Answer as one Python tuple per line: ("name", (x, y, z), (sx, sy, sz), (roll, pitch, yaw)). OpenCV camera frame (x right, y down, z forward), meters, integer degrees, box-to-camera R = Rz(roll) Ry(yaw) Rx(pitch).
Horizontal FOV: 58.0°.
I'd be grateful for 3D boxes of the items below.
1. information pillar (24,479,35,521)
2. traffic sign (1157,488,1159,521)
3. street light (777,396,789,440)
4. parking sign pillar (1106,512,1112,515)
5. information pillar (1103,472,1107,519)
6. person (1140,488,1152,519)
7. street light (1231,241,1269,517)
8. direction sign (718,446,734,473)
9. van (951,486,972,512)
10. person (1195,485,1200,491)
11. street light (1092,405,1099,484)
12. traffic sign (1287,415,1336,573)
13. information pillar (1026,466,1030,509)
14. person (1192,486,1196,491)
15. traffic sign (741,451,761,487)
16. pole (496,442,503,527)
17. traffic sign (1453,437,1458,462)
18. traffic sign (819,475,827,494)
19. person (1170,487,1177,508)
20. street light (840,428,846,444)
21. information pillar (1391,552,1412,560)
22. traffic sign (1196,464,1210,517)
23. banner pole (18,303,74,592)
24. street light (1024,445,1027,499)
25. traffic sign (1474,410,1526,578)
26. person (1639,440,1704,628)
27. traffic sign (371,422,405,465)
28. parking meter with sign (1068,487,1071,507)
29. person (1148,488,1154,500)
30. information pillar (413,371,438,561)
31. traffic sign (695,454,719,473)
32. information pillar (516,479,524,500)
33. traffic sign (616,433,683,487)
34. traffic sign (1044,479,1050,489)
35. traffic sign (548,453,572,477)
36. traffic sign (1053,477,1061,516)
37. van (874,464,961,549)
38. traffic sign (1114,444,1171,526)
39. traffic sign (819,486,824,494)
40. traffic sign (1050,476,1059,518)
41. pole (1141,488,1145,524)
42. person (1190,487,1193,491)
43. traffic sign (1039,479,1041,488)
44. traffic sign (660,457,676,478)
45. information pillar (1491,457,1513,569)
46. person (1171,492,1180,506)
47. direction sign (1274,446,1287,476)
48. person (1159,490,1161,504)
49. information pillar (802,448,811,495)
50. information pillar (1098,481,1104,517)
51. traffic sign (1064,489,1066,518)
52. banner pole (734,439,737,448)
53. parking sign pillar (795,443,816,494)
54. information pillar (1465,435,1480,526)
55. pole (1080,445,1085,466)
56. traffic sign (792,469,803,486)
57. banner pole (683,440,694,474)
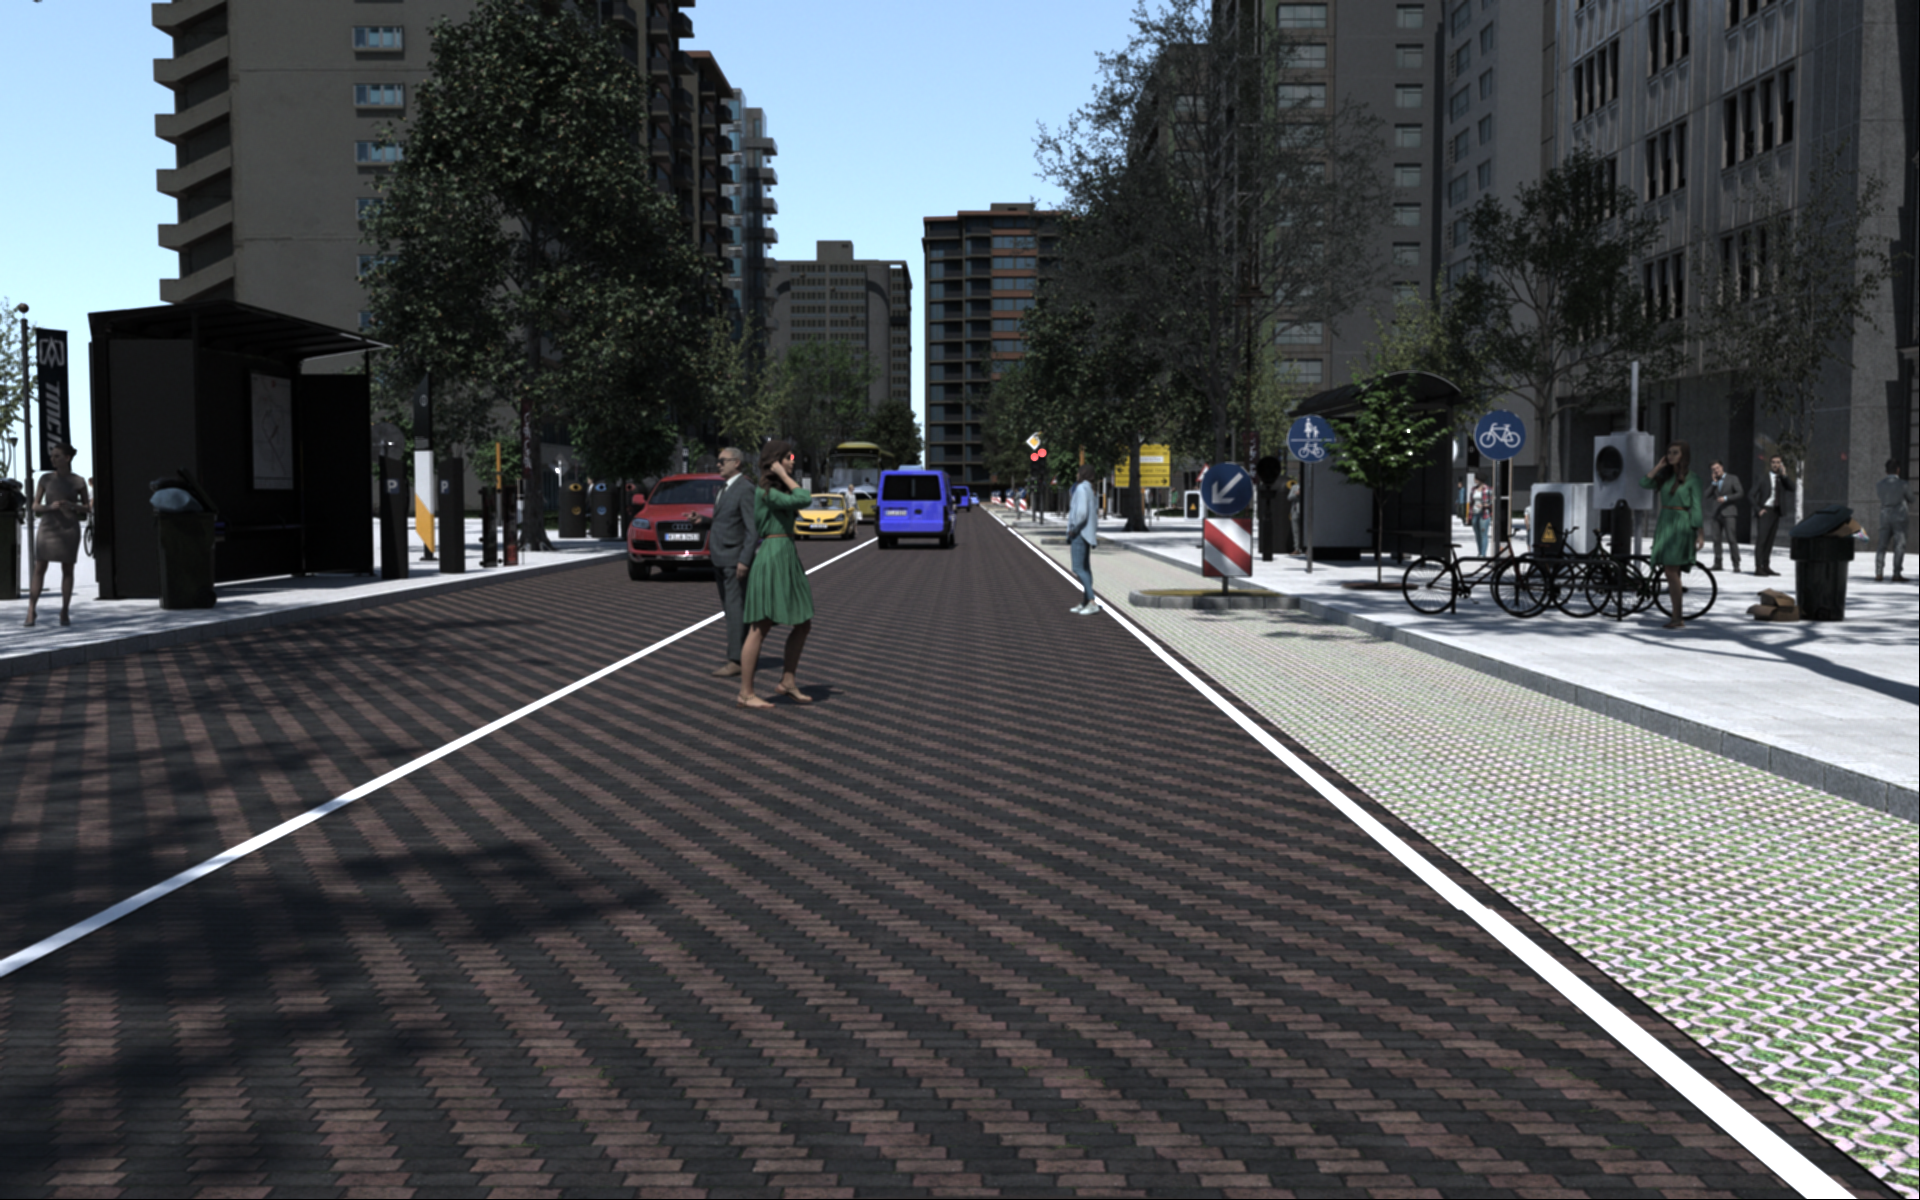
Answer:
("information pillar", (-44.199, -4.758, 82.293), (0.304, 2.012, 0.304), (2, 4, 32))
("traffic sign", (9.537, -5.091, 83.340), (0.768, 2.556, 0.104), (1, 4, 10))
("street light", (-8.148, -6.553, 79.928), (0.468, 5.910, 1.993), (0, 4, 0))
("parking sign pillar", (9.409, -7.126, 104.984), (1.447, 3.967, 1.447), (0, 4, 4))
("information pillar", (7.357, -5.902, 87.860), (0.183, 3.616, 0.504), (1, 4, 12))
("person", (9.591, -5.121, 89.619), (0.661, 1.843, 0.795), (0, 4, 5))
("street light", (5.311, -3.616, 31.914), (0.468, 5.910, 1.993), (0, 4, 0))
("direction sign", (-10.898, -5.453, 81.161), (0.876, 3.537, 0.379), (0, 4, 2))
("van", (-0.120, -8.353, 140.952), (2.240, 2.365, 5.245), (0, 4, 1))
("person", (14.588, -6.146, 106.440), (0.656, 1.842, 0.836), (0, 4, 4))
("street light", (5.406, -5.965, 70.316), (0.468, 5.910, 1.993), (0, 4, 0))
("traffic sign", (5.665, -1.706, 27.992), (0.768, 2.556, 0.104), (1, 4, 9))
("information pillar", (5.731, -9.443, 145.752), (0.183, 3.616, 0.504), (2, 4, 25))
("person", (15.497, -6.615, 114.293), (0.694, 1.812, 0.767), (-2, 4, -26))
("traffic sign", (-9.505, -5.426, 82.581), (2.265, 3.308, 0.079), (1, 4, 9))
("pole", (-18.083, -4.534, 67.967), (0.158, 3.312, 0.155), (0, 3, 0))
("traffic sign", (9.650, -2.133, 34.977), (0.768, 2.556, 0.104), (0, 4, 7))
("traffic sign", (-9.243, -7.049, 115.363), (0.768, 2.556, 0.104), (0, 4, 6))
("person", (15.396, -7.217, 124.286), (0.600, 1.795, 0.529), (3, 5, 41))
("street light", (-7.966, -8.902, 118.330), (0.468, 5.910, 1.993), (0, 4, 0))
("information pillar", (8.668, -1.804, 33.980), (0.304, 2.012, 0.304), (-3, 5, -44))
("traffic sign", (10.234, -4.408, 72.073), (0.884, 2.594, 0.081), (0, 4, 4))
("banner pole", (-12.184, -2.020, 23.040), (0.401, 3.779, 0.863), (2, 4, 26))
("street light", (5.765, -11.110, 154.441), (0.468, 5.910, 1.993), (0, 4, 0))
("traffic sign", (8.168, -1.601, 26.281), (0.768, 2.556, 0.104), (0, 4, 6))
("person", (6.828, -0.624, 16.485), (0.529, 1.795, 0.600), (-3, 5, -44))
("traffic sign", (-10.163, -1.862, 30.558), (0.768, 2.556, 0.104), (0, 4, 5))
("parking meter with sign", (8.425, -8.307, 132.084), (0.543, 3.016, 1.738), (2, 4, 25))
("person", (17.345, -9.418, 159.970), (1.348, 1.831, 0.705), (0, 4, 0))
("information pillar", (-10.276, -2.561, 33.232), (0.504, 3.616, 0.183), (3, 4, 36))
("traffic sign", (-8.051, -3.371, 55.222), (0.768, 2.556, 0.104), (0, 4, 1))
("information pillar", (-20.819, -4.744, 82.060), (0.304, 2.012, 0.304), (-2, 4, -34))
("traffic sign", (-10.399, -3.921, 57.981), (2.265, 3.308, 0.079), (0, 4, 3))
("traffic sign", (6.707, -7.977, 130.532), (0.768, 2.556, 0.104), (0, 4, 8))
("traffic sign", (-12.697, -3.379, 54.982), (0.795, 2.593, 0.064), (0, 4, 3))
("traffic sign", (5.751, -6.087, 99.623), (0.768, 2.556, 0.104), (0, 4, 4))
("van", (-1.147, -2.604, 46.963), (2.240, 2.365, 5.245), (0, 4, 2))
("traffic sign", (7.239, -4.579, 68.746), (2.265, 3.308, 0.079), (0, 4, 7))
("traffic sign", (-11.905, -9.061, 148.258), (0.768, 2.556, 0.104), (1, 4, 9))
("traffic sign", (5.359, -5.784, 94.577), (0.884, 2.594, 0.081), (0, 4, 1))
("pole", (7.636, -4.798, 72.296), (0.158, 3.312, 0.155), (0, 3, 0))
("person", (17.674, -7.674, 131.857), (0.601, 1.785, 0.444), (-1, 4, -23))
("traffic sign", (6.959, -8.983, 146.982), (0.768, 2.556, 0.104), (0, 4, 4))
("traffic sign", (-9.168, -3.273, 53.622), (0.768, 2.556, 0.104), (0, 4, 5))
("information pillar", (9.301, -1.542, 29.710), (0.304, 2.012, 0.304), (1, 4, 22))
("person", (18.768, -8.855, 150.947), (0.709, 1.813, 0.853), (-1, 4, -9))
("direction sign", (14.958, -5.481, 81.614), (0.379, 3.537, 0.876), (2, 4, 30))
("person", (18.540, -9.418, 160.950), (0.530, 1.710, 0.541), (1, 4, 15))
("information pillar", (-7.892, -5.979, 89.109), (0.504, 3.616, 0.183), (-3, 5, -40))
("information pillar", (7.842, -5.586, 95.827), (0.304, 2.012, 0.304), (1, 4, 18))
("traffic sign", (5.538, -5.573, 91.228), (0.768, 2.556, 0.104), (0, 4, 4))
("banner pole", (-10.283, -5.462, 79.313), (0.401, 3.779, 0.863), (-1, 4, -16))
("parking sign pillar", (-8.203, -6.264, 90.881), (1.447, 3.967, 1.447), (0, 4, -3))
("information pillar", (20.463, -4.758, 69.143), (0.504, 3.616, 0.183), (0, 4, -4))
("pole", (5.058, -4.762, 71.706), (0.158, 3.312, 0.155), (0, 3, 0))
("traffic sign", (-8.330, -5.482, 89.743), (0.768, 2.556, 0.104), (0, 4, 7))
("banner pole", (-12.493, -5.477, 79.562), (0.863, 3.779, 0.401), (-2, 4, -32))
